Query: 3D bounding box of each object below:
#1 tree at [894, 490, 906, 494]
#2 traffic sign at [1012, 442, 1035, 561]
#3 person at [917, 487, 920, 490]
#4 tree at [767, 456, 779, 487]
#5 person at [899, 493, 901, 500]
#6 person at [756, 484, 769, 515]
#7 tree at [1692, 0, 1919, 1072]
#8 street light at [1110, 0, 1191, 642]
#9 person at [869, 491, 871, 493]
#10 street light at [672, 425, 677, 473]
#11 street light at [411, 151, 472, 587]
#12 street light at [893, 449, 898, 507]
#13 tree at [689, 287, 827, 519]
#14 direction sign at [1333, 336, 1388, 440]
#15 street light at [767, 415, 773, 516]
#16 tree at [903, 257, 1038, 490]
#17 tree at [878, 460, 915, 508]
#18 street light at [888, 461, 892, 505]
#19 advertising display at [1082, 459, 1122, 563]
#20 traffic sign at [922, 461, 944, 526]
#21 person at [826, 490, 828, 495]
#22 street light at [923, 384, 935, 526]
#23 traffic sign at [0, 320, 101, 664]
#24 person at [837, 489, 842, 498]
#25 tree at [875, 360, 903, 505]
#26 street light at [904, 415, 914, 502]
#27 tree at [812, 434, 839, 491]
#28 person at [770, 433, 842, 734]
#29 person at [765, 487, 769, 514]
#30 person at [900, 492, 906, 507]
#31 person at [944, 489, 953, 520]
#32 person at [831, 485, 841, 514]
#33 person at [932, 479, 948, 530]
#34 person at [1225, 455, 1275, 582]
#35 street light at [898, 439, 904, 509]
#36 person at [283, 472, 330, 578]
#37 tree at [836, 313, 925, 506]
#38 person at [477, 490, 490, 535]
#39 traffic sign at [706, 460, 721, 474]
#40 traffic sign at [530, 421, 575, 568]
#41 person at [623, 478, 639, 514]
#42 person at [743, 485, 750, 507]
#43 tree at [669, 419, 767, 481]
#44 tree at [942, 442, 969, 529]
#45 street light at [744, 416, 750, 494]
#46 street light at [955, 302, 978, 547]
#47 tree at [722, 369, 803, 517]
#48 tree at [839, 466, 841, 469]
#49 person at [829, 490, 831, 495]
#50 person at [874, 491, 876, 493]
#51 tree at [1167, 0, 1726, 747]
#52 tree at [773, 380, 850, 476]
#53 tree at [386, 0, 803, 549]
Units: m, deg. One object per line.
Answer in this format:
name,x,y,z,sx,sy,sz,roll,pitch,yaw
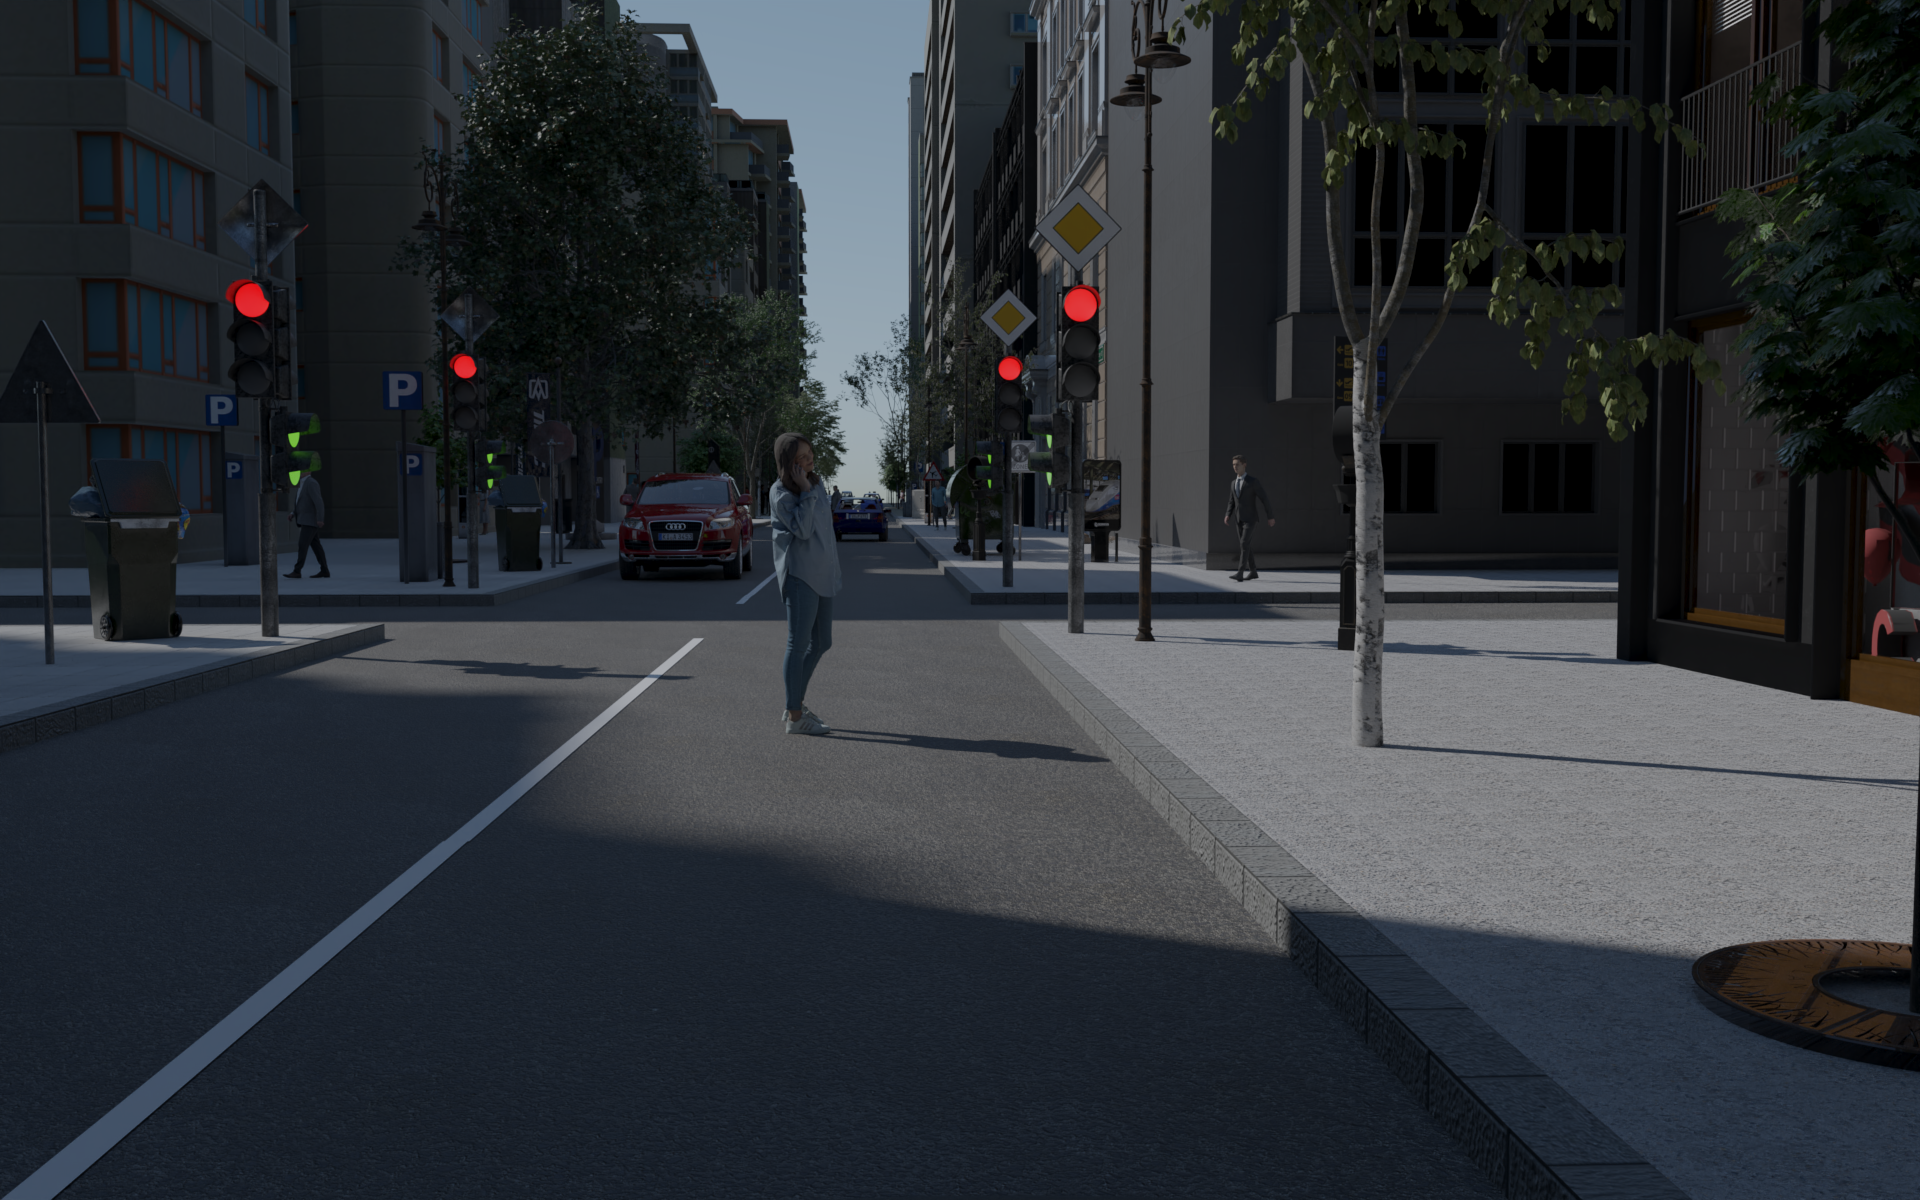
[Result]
tree,-5.562,-10.450,165.453,1.663,3.219,1.824,0,3,0
traffic sign,1.150,-1.900,33.197,0.606,2.300,0.079,0,4,-2
person,-2.371,-5.754,100.911,1.217,1.735,0.721,-2,4,-28
tree,-13.563,-9.113,132.708,4.285,4.588,4.351,0,3,0
person,-8.555,-14.658,246.382,1.217,1.739,0.721,-3,5,-40
person,-12.000,-6.091,105.260,0.705,1.869,1.348,2,4,33
tree,2.287,-0.580,4.087,1.663,3.219,1.824,0,3,0
street light,1.616,-2.579,14.959,0.468,5.910,1.993,0,4,-3
person,-10.244,-11.340,194.639,0.721,1.736,1.217,-1,4,-9
street light,-8.601,-4.853,52.138,0.468,5.910,1.993,0,4,-3
street light,-7.086,-3.123,23.844,0.468,5.910,1.993,0,4,-3
street light,-5.197,-10.624,146.482,0.468,5.910,1.993,0,4,-3
tree,-10.602,-9.908,87.756,9.928,11.665,9.643,0,3,0
direction sign,5.782,-2.023,25.069,0.876,3.537,0.379,-1,4,-20
street light,-11.094,-7.838,100.938,0.468,5.910,1.993,0,4,-3
tree,0.402,-6.311,53.547,4.360,8.622,3.978,0,3,0
tree,-5.869,-10.843,161.000,4.285,4.588,4.351,0,3,0
street light,-6.745,-12.369,175.026,0.468,5.910,1.993,0,4,-3
advertising display,2.628,-1.668,32.489,0.974,1.923,0.123,-3,4,-37
traffic sign,-1.050,-4.205,68.749,0.884,2.594,0.081,0,4,6
person,-17.751,-13.659,229.347,0.705,1.826,1.348,1,4,21
street light,-1.251,-5.949,70.060,0.468,5.910,1.993,0,4,-3
traffic sign,-6.867,-0.795,12.994,0.884,2.594,0.081,0,4,7
person,-9.169,-7.458,130.533,0.705,1.812,1.348,-3,4,-37
tree,-1.853,-8.572,90.515,4.360,8.622,3.978,0,3,0
street light,-2.797,-7.693,98.571,0.468,5.910,1.993,0,4,-3
tree,-16.559,-15.141,197.919,4.360,8.622,3.978,0,3,0
person,-0.949,-0.099,10.391,0.793,1.790,0.793,-1,4,-12
person,-12.552,-6.526,113.572,1.217,1.723,0.721,-1,4,-18
person,-5.468,-9.588,163.750,0.436,1.711,0.756,-2,4,-27
person,-0.549,-4.938,86.640,0.638,1.841,0.748,3,4,36
person,-5.337,-3.979,73.663,0.767,1.812,0.694,-2,4,-33
person,-0.692,-3.384,61.393,0.660,1.820,0.620,1,4,17
person,4.158,-1.201,25.463,0.755,1.850,0.659,-3,4,-37
street light,-3.783,-8.879,117.954,0.468,5.910,1.993,0,4,-3
person,-9.944,-1.211,26.237,0.661,1.777,0.834,3,5,41
tree,-6.855,-20.094,184.429,12.611,20.169,13.585,0,3,0
person,-15.000,-2.915,54.267,0.524,1.755,0.480,-2,4,-32
traffic sign,-9.421,-4.048,66.193,0.884,2.594,0.081,0,4,1
traffic sign,-7.066,-1.830,30.029,0.768,2.556,0.104,0,4,-1
person,-11.485,-3.347,60.580,0.655,1.846,0.447,0,4,-4
person,-12.707,-5.917,102.724,0.705,1.831,1.348,1,4,22
tree,-10.931,-5.590,75.106,4.285,4.588,4.351,0,3,0
tree,0.093,-4.262,64.283,1.663,3.219,1.824,0,3,0
street light,-9.981,-6.580,80.368,0.468,5.910,1.993,0,4,-3
street light,0.152,-4.219,41.769,0.468,5.910,1.993,0,4,-3
tree,-11.356,-8.899,95.853,4.360,8.622,3.978,0,3,0
tree,-18.672,-18.078,245.942,4.360,8.622,3.978,0,3,0
person,-18.265,-14.518,243.421,0.705,1.824,1.348,0,4,-4
person,-8.191,-9.629,166.877,0.436,1.711,0.756,-1,4,-11
tree,2.016,-3.548,8.364,4.737,8.622,4.395,0,3,0
tree,-14.823,-15.511,171.729,7.486,12.596,7.792,0,3,0
tree,-8.766,-7.547,40.409,9.611,12.733,9.660,0,3,0
